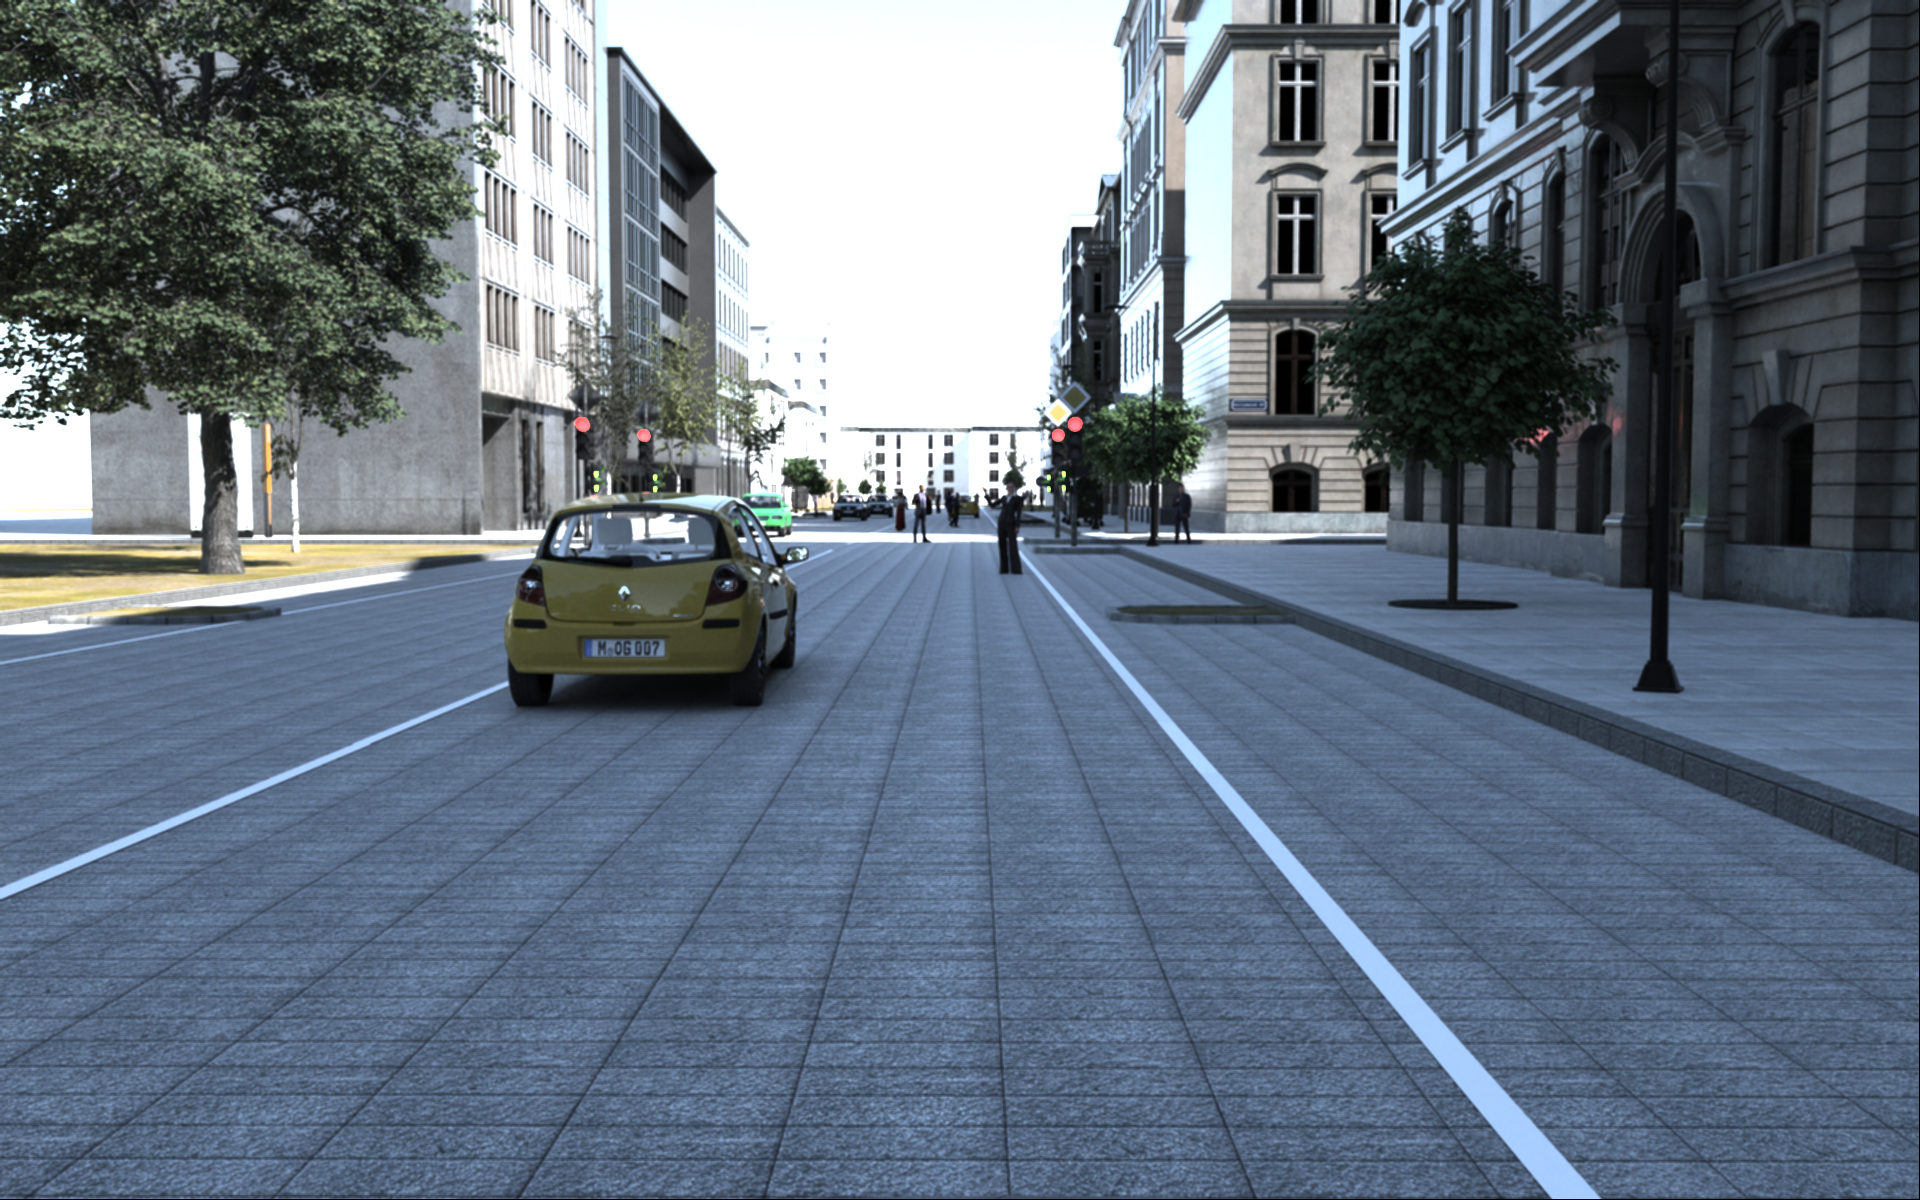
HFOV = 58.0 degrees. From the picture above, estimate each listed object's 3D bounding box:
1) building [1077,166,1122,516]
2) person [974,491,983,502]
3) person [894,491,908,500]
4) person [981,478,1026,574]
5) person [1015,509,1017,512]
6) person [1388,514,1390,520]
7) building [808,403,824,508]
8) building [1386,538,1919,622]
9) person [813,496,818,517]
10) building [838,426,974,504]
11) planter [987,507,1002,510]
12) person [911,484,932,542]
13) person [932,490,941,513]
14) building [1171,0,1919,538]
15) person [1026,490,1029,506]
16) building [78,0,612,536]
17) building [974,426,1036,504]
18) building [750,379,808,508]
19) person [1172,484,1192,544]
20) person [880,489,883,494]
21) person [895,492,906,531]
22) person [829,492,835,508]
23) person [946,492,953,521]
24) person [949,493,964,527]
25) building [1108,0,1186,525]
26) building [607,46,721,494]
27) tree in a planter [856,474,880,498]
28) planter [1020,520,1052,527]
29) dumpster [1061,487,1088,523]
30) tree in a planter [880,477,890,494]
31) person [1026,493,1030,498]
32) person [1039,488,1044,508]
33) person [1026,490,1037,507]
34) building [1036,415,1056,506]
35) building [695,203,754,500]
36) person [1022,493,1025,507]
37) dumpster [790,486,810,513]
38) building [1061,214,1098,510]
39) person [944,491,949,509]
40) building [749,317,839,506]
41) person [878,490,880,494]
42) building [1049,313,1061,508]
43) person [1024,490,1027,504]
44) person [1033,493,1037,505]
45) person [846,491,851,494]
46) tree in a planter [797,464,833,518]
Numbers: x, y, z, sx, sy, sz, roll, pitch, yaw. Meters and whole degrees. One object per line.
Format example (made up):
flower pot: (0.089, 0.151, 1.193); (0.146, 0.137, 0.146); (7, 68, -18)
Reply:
building: (14.660, -17.691, 108.330); (14.460, 24.649, 34.723); (0, 4, 0)
person: (1.848, -10.171, 175.324); (0.617, 1.759, 0.750); (3, 5, 43)
person: (-5.140, -8.617, 150.111); (1.217, 1.736, 0.721); (-1, 4, -10)
person: (0.753, -1.329, 31.037); (0.742, 1.727, 0.445); (0, 4, -2)
person: (2.866, -5.072, 93.635); (0.614, 1.554, 0.590); (2, 4, 26)
person: (12.125, -2.323, 47.038); (0.990, 1.755, 0.434); (0, 4, 5)
building: (-18.460, -13.886, 169.190); (9.099, 9.664, 28.070); (0, 4, 0)
building: (14.783, -12.398, 21.790); (14.460, 24.649, 34.723); (0, 4, 0)
person: (-9.119, -6.043, 109.258); (0.435, 1.587, 0.963); (0, 3, 0)
building: (-12.637, -16.849, 217.633); (28.070, 9.664, 9.099); (0, 4, 0)
planter: (3.392, -8.030, 152.429); (1.991, 0.319, 1.994); (0, 4, 0)
person: (-1.123, -2.572, 51.366); (0.655, 1.722, 0.431); (-2, 4, -34)
person: (-1.755, -7.317, 128.942); (0.742, 1.727, 0.445); (1, 4, 14)
building: (25.460, -14.723, 59.802); (34.723, 24.649, 14.460); (0, 4, 0)
person: (7.093, -10.676, 181.265); (0.551, 1.740, 0.621); (2, 4, 35)
building: (-20.743, -14.960, 62.622); (12.078, 24.808, 19.932); (0, 4, 0)
building: (15.470, -16.843, 217.533); (28.070, 9.664, 9.099); (0, 4, 0)
building: (-18.461, -12.150, 140.798); (9.099, 9.664, 28.070); (0, 4, 0)
person: (5.901, -2.249, 46.183); (0.541, 1.710, 0.530); (3, 4, 38)
person: (-6.384, -8.180, 141.877); (0.705, 1.869, 1.348); (-2, 4, -24)
person: (-2.308, -3.433, 67.097); (0.387, 1.526, 0.523); (-2, 4, -30)
person: (-12.152, -9.624, 164.313); (0.530, 1.710, 0.541); (-2, 4, -33)
person: (-0.556, -5.020, 92.949); (0.453, 1.535, 0.546); (-1, 4, -11)
person: (-0.107, -3.890, 74.802); (0.600, 1.496, 0.574); (1, 4, 20)
building: (14.474, -17.988, 80.008); (13.634, 28.700, 20.117); (0, 4, 0)
building: (-21.321, -16.423, 87.578); (14.314, 24.678, 30.058); (0, 4, 0)
tree in a planter: (-8.311, -9.516, 152.807); (1.991, 3.239, 1.994); (0, 4, 0)
planter: (2.995, -3.359, 76.057); (1.991, 0.319, 1.994); (0, 4, 0)
dumpster: (5.160, -4.370, 77.206); (1.264, 1.857, 1.865); (0, 4, 0)
tree in a planter: (-8.167, -11.164, 179.750); (1.991, 3.239, 1.994); (0, 4, 0)
person: (7.144, -10.424, 179.657); (0.628, 1.438, 0.799); (2, 4, 32)
person: (7.754, -9.673, 164.198); (0.705, 1.823, 1.348); (-1, 4, -14)
person: (7.112, -10.125, 172.319); (1.217, 1.736, 0.721); (2, 4, 31)
building: (13.458, -14.851, 184.967); (9.099, 9.664, 28.070); (0, 4, 0)
building: (-19.285, -16.074, 111.957); (9.793, 20.994, 18.267); (0, 4, 0)
person: (6.202, -9.824, 169.900); (0.421, 1.427, 0.697); (1, 4, 19)
dumpster: (-11.060, -6.958, 119.516); (1.264, 1.857, 1.865); (0, 4, 0)
building: (22.134, -18.283, 142.896); (27.936, 21.610, 32.646); (0, 4, 0)
person: (-1.224, -9.617, 166.193); (0.683, 1.767, 0.568); (0, 4, 7)
building: (-19.308, -20.480, 191.275); (11.380, 20.091, 16.016); (0, 4, 0)
person: (-8.163, -10.246, 176.032); (0.705, 1.823, 1.348); (0, 4, -8)
building: (16.594, -18.870, 164.943); (16.016, 20.091, 11.380); (0, 4, 0)
person: (7.449, -11.702, 198.284); (0.541, 1.710, 0.530); (0, 4, -5)
person: (8.794, -11.811, 202.383); (0.421, 1.427, 0.697); (1, 4, 22)
person: (-11.696, -10.708, 181.788); (0.551, 1.740, 0.621); (-3, 4, -38)
tree in a planter: (-8.584, -6.446, 102.608); (1.991, 3.239, 1.994); (0, 4, 0)
